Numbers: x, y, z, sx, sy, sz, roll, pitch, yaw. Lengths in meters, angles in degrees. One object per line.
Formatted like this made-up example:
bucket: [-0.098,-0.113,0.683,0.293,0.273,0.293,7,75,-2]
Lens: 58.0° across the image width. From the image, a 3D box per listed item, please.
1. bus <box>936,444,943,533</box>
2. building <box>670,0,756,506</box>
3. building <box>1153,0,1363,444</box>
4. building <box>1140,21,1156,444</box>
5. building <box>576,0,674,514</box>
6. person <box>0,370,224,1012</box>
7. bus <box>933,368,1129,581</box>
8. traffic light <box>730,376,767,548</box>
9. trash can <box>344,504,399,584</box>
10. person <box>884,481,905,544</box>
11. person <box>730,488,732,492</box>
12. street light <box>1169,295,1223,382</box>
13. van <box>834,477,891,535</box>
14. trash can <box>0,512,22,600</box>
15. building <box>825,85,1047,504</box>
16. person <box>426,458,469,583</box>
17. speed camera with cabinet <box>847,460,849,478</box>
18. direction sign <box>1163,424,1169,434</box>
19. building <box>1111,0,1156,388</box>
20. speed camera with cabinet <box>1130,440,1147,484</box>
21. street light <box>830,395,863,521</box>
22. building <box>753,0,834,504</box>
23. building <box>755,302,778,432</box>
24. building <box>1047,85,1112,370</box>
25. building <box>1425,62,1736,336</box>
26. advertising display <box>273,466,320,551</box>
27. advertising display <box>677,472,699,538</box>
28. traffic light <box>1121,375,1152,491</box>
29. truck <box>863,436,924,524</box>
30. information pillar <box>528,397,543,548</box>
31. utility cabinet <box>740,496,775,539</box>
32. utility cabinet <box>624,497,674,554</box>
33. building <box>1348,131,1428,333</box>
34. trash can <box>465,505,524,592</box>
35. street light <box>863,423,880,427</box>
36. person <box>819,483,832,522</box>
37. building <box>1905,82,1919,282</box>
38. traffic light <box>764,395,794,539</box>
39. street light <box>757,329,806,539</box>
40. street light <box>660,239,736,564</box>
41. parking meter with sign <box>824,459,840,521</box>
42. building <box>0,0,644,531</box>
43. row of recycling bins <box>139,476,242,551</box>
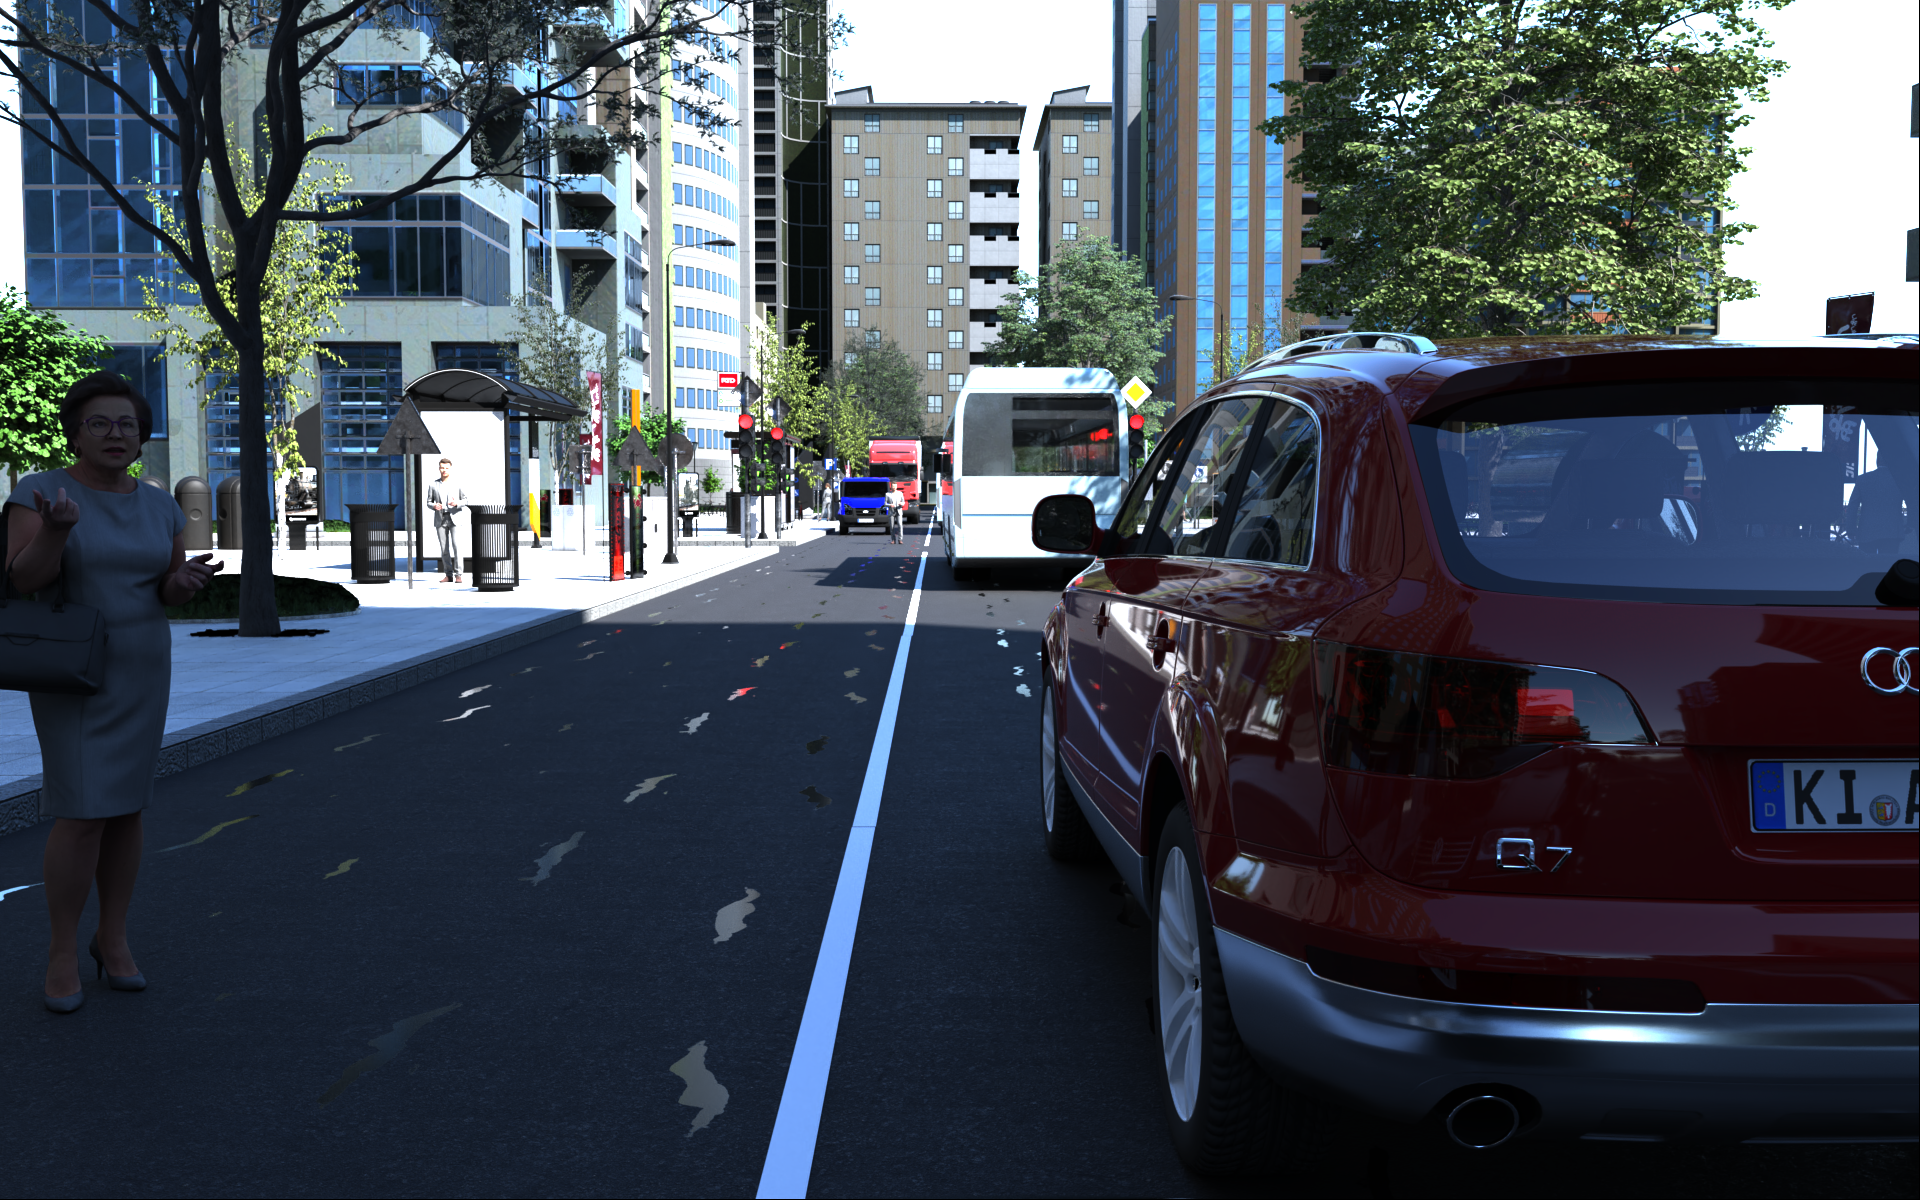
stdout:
bus: [0.557,-4.380,66.473,2.948,3.499,13.247,0,4,1]
building: [-28.342,-36.430,137.635,21.231,58.520,28.212,0,4,-1]
building: [23.464,-29.940,139.626,14.600,45.320,14.200,0,4,-1]
building: [22.811,-28.762,153.860,14.154,41.232,14.086,0,4,-1]
building: [-25.633,-25.862,106.444,14.154,41.232,14.086,0,4,-1]
person: [-2.450,0.244,4.867,0.532,1.782,0.716,3,4,37]
bus: [1.021,-2.263,31.858,2.948,3.499,13.247,0,4,-1]
traffic light: [-5.020,-3.188,41.041,0.839,4.253,0.868,0,4,-1]
trash can: [-8.421,-0.806,24.831,0.748,1.137,0.748,0,3,0]
person: [-1.868,-2.505,49.658,0.606,1.804,0.583,-1,4,-10]
person: [-16.983,-7.496,129.264,0.551,1.740,0.621,-3,5,-44]
street light: [5.581,-4.163,40.601,1.470,5.913,1.316,0,4,-1]
van: [-3.367,-3.541,62.287,2.240,2.365,5.245,0,4,-2]
trash can: [-7.608,-0.107,13.407,0.748,1.137,0.748,0,3,0]
building: [-3.347,-39.328,232.245,27.495,52.752,28.713,0,4,-1]
person: [-7.407,-1.146,24.979,0.606,1.804,0.583,0,4,-7]
speed camera with cabinet: [-6.408,-6.542,101.292,0.660,3.252,2.038,0,4,2]
direction sign: [6.892,-3.948,56.542,0.379,3.537,0.876,3,5,43]
building: [25.795,-38.684,174.481,21.231,58.520,28.212,0,4,-1]
speed camera with cabinet: [6.247,-4.235,63.579,0.660,3.252,2.038,-2,4,-30]
street light: [-5.429,-6.654,81.339,1.470,5.913,1.316,0,4,-1]
building: [-27.348,-48.269,227.441,20.611,71.187,20.563,0,4,-1]
building: [-34.162,-20.204,175.381,28.899,21.520,27.650,0,4,-1]
building: [24.153,-39.313,232.005,27.495,52.752,28.713,0,4,-1]
building: [63.482,-32.043,178.525,28.867,44.769,22.147,0,4,-1]
advertising display: [-15.070,-2.089,39.374,0.974,1.923,0.123,-1,4,-9]
advertising display: [-8.055,-2.811,51.174,0.123,1.923,0.974,2,4,30]
traffic light: [4.140,-3.196,41.173,0.839,4.253,0.868,0,4,-1]
truck: [-3.183,-5.931,85.887,2.839,4.237,11.283,0,4,-1]
information pillar: [-10.048,-3.029,40.885,0.183,3.616,0.504,0,4,5]
utility cabinet: [-5.873,-2.392,50.276,1.020,1.237,0.306,-3,5,-41]
utility cabinet: [-6.714,-1.602,37.357,1.020,1.237,0.306,0,4,3]
building: [53.652,-37.399,231.081,30.456,49.044,23.786,0,4,-1]
trash can: [-6.128,-0.684,22.835,0.748,1.137,0.748,0,3,0]
street light: [-5.901,-8.652,113.999,1.470,5.913,1.316,0,4,-1]
person: [-6.253,-4.512,80.081,0.573,1.790,0.520,2,4,24]
building: [30.629,-10.448,15.859,27.650,21.520,28.899,0,4,-1]
traffic light: [-5.122,-3.676,49.025,0.839,4.253,0.868,0,4,-1]
street light: [-5.055,-4.676,48.995,1.470,5.913,1.316,0,4,-1]
street light: [-4.786,-3.619,31.706,1.470,5.913,1.316,0,4,-1]
parking meter with sign: [-6.195,-5.409,84.695,0.543,3.016,1.738,-1,4,-15]
building: [-25.468,-46.467,72.409,22.319,86.520,31.000,0,4,-1]
row of recycling bins: [-17.842,-1.968,39.286,3.534,1.692,1.069,-2,4,-29]
